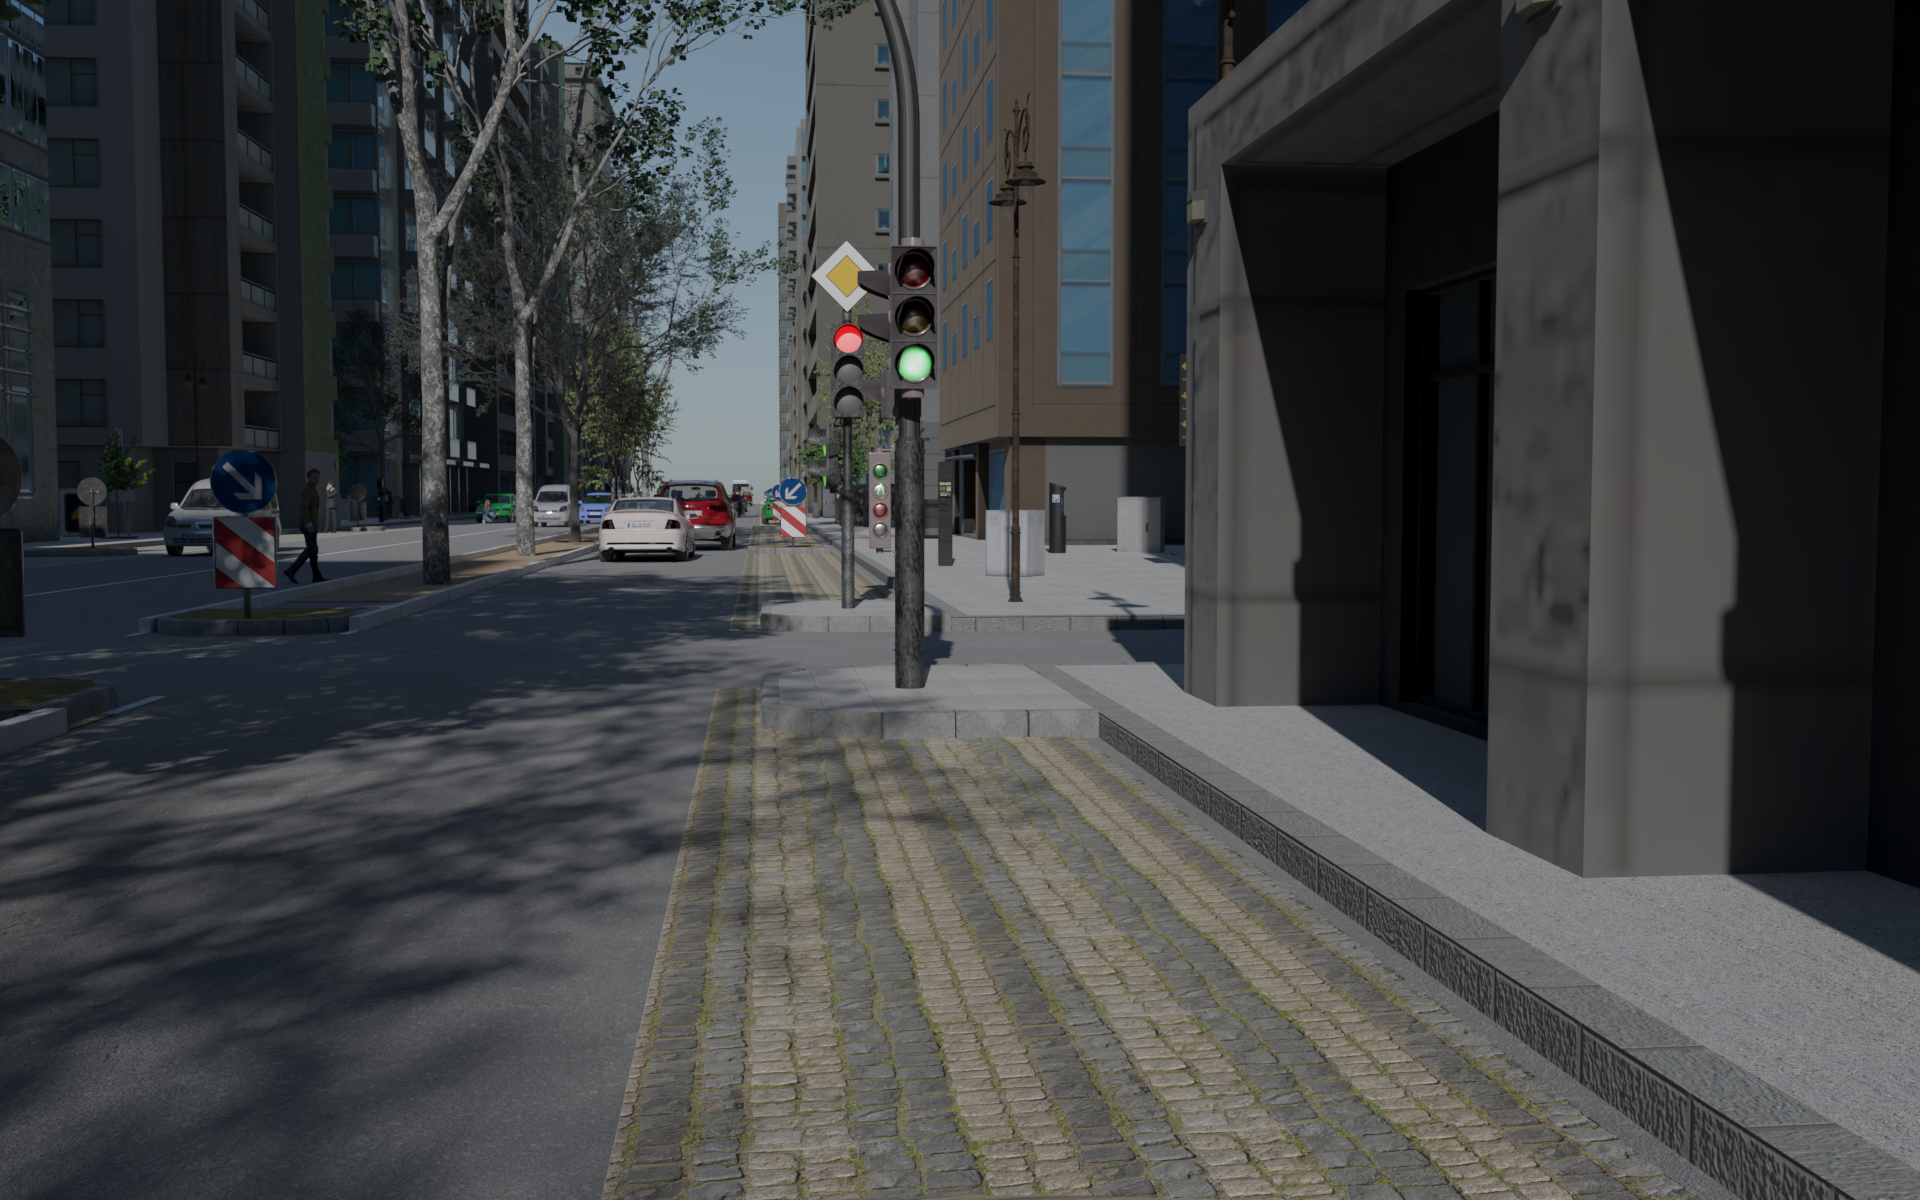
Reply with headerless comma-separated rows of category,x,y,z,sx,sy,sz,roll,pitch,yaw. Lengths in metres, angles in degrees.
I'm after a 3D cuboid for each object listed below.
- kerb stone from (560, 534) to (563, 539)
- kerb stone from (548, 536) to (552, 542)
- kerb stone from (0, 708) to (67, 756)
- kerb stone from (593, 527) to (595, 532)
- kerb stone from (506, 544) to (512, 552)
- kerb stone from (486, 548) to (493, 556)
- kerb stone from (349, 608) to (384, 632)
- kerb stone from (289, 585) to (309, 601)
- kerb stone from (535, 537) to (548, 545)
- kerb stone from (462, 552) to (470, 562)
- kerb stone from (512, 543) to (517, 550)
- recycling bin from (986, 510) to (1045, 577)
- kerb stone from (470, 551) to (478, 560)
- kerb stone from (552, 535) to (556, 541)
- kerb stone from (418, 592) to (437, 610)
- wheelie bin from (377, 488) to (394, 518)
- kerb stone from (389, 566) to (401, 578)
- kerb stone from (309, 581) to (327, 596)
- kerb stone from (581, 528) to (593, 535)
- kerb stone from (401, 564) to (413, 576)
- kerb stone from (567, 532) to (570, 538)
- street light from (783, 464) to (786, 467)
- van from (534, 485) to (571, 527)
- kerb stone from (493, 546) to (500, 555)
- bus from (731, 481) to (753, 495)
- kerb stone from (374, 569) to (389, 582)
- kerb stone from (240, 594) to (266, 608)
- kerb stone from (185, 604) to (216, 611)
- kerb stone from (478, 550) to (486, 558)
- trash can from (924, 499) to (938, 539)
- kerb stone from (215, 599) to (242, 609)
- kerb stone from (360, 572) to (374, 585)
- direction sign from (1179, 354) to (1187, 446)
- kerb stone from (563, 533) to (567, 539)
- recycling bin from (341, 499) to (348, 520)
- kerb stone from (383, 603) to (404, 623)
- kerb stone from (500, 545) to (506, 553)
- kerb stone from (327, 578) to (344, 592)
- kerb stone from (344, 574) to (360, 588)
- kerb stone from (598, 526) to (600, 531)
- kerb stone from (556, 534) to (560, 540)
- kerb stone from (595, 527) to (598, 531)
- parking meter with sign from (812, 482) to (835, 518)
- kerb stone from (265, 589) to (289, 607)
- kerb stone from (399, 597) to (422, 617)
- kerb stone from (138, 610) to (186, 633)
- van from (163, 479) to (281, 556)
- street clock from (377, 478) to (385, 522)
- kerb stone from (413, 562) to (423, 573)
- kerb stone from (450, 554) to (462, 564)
kerb stone,-12.559,-1.943,53.994,0.120,0.150,1.000,0,4,-7
kerb stone,-12.201,-1.750,50.947,0.120,0.150,1.000,0,4,-7
kerb stone,-5.363,0.753,9.892,0.120,0.150,1.000,0,4,-7
kerb stone,-13.728,-2.568,64.179,0.120,0.150,1.000,0,4,-7
kerb stone,-11.268,-1.258,42.769,0.120,0.150,1.000,0,4,-7
kerb stone,-10.908,-1.062,39.702,0.120,0.150,1.000,0,4,-7
kerb stone,-6.361,0.224,18.541,0.120,0.150,1.000,0,4,-7
kerb stone,-9.033,-0.074,23.412,0.120,0.150,1.000,0,4,-7
kerb stone,-12.085,-1.694,49.927,0.120,0.150,1.000,0,4,-7
kerb stone,-10.560,-0.877,36.648,0.120,0.150,1.000,0,4,-7
kerb stone,-11.378,-1.321,43.796,0.120,0.150,1.000,0,4,-7
recycling bin,0.868,-0.894,27.178,0.722,1.027,0.722,2,4,28
kerb stone,-10.676,-0.946,37.662,0.120,0.150,1.000,0,4,-7
kerb stone,-12.314,-1.821,51.962,0.120,0.150,1.000,0,4,-7
kerb stone,-6.710,0.037,21.595,0.120,0.150,1.000,0,4,-7
wheelie bin,-30.224,-5.091,91.152,0.693,1.594,0.980,-3,5,-43
kerb stone,-9.739,-0.447,29.528,0.120,0.150,1.000,0,4,-7
kerb stone,-9.149,-0.133,24.434,0.120,0.150,1.000,0,4,-7
kerb stone,-13.602,-2.505,63.157,0.120,0.150,1.000,0,4,-7
kerb stone,-9.849,-0.511,30.551,0.120,0.150,1.000,0,4,-7
kerb stone,-12.789,-2.064,56.026,0.120,0.150,1.000,0,4,-7
street light,-21.817,-14.868,215.872,0.468,5.910,1.993,0,4,-7
van,-17.767,-4.220,76.006,2.013,2.044,4.112,0,4,-5
kerb stone,-11.020,-1.126,40.718,0.120,0.150,1.000,0,4,-7
bus,-30.788,-15.266,244.456,2.948,3.499,13.247,0,4,-6
kerb stone,-9.616,-0.383,28.501,0.120,0.150,1.000,0,4,-7
kerb stone,-8.799,0.052,21.370,0.120,0.150,1.000,0,4,-7
kerb stone,-8.558,0.175,19.336,0.120,0.150,1.000,0,4,-7
kerb stone,-10.791,-1.008,38.678,0.120,0.150,1.000,0,4,-7
trash can,-0.809,-2.334,49.808,0.748,1.137,0.748,0,3,0
kerb stone,-8.677,0.113,20.352,0.120,0.150,1.000,0,4,-7
kerb stone,-9.507,-0.323,27.484,0.120,0.150,1.000,0,4,-7
direction sign,3.988,-2.204,28.029,0.876,3.537,0.379,1,4,15
kerb stone,-12.672,-2.007,55.010,0.120,0.150,1.000,0,4,-7
recycling bin,-31.159,-4.556,87.044,0.722,1.027,0.722,-3,4,-38
kerb stone,-6.476,0.166,19.557,0.120,0.150,1.000,0,4,-7
kerb stone,-11.141,-1.195,41.739,0.120,0.150,1.000,0,4,-7
kerb stone,-9.275,-0.199,25.448,0.120,0.150,1.000,0,4,-7
kerb stone,-9.384,-0.261,26.464,0.120,0.150,1.000,0,4,-7
kerb stone,-13.964,-2.692,66.209,0.120,0.150,1.000,0,4,-7
kerb stone,-12.430,-1.883,52.980,0.120,0.150,1.000,0,4,-7
kerb stone,-13.848,-2.630,65.193,0.120,0.150,1.000,0,4,-7
parking meter with sign,-6.934,-5.829,91.564,1.738,3.016,0.543,0,4,-4
kerb stone,-8.911,-0.012,22.392,0.120,0.150,1.000,0,4,-7
kerb stone,-6.586,0.099,20.573,0.120,0.150,1.000,0,4,-7
kerb stone,-8.446,0.237,18.315,0.120,0.150,1.000,0,4,-7
van,-17.685,-2.115,41.584,2.013,2.044,4.112,0,4,-5
street clock,-26.175,-4.509,78.290,0.358,2.002,0.471,0,4,-6
kerb stone,-9.966,-0.570,31.567,0.120,0.150,1.000,0,4,-7
kerb stone,-10.440,-0.822,35.630,0.120,0.150,1.000,0,4,-7
